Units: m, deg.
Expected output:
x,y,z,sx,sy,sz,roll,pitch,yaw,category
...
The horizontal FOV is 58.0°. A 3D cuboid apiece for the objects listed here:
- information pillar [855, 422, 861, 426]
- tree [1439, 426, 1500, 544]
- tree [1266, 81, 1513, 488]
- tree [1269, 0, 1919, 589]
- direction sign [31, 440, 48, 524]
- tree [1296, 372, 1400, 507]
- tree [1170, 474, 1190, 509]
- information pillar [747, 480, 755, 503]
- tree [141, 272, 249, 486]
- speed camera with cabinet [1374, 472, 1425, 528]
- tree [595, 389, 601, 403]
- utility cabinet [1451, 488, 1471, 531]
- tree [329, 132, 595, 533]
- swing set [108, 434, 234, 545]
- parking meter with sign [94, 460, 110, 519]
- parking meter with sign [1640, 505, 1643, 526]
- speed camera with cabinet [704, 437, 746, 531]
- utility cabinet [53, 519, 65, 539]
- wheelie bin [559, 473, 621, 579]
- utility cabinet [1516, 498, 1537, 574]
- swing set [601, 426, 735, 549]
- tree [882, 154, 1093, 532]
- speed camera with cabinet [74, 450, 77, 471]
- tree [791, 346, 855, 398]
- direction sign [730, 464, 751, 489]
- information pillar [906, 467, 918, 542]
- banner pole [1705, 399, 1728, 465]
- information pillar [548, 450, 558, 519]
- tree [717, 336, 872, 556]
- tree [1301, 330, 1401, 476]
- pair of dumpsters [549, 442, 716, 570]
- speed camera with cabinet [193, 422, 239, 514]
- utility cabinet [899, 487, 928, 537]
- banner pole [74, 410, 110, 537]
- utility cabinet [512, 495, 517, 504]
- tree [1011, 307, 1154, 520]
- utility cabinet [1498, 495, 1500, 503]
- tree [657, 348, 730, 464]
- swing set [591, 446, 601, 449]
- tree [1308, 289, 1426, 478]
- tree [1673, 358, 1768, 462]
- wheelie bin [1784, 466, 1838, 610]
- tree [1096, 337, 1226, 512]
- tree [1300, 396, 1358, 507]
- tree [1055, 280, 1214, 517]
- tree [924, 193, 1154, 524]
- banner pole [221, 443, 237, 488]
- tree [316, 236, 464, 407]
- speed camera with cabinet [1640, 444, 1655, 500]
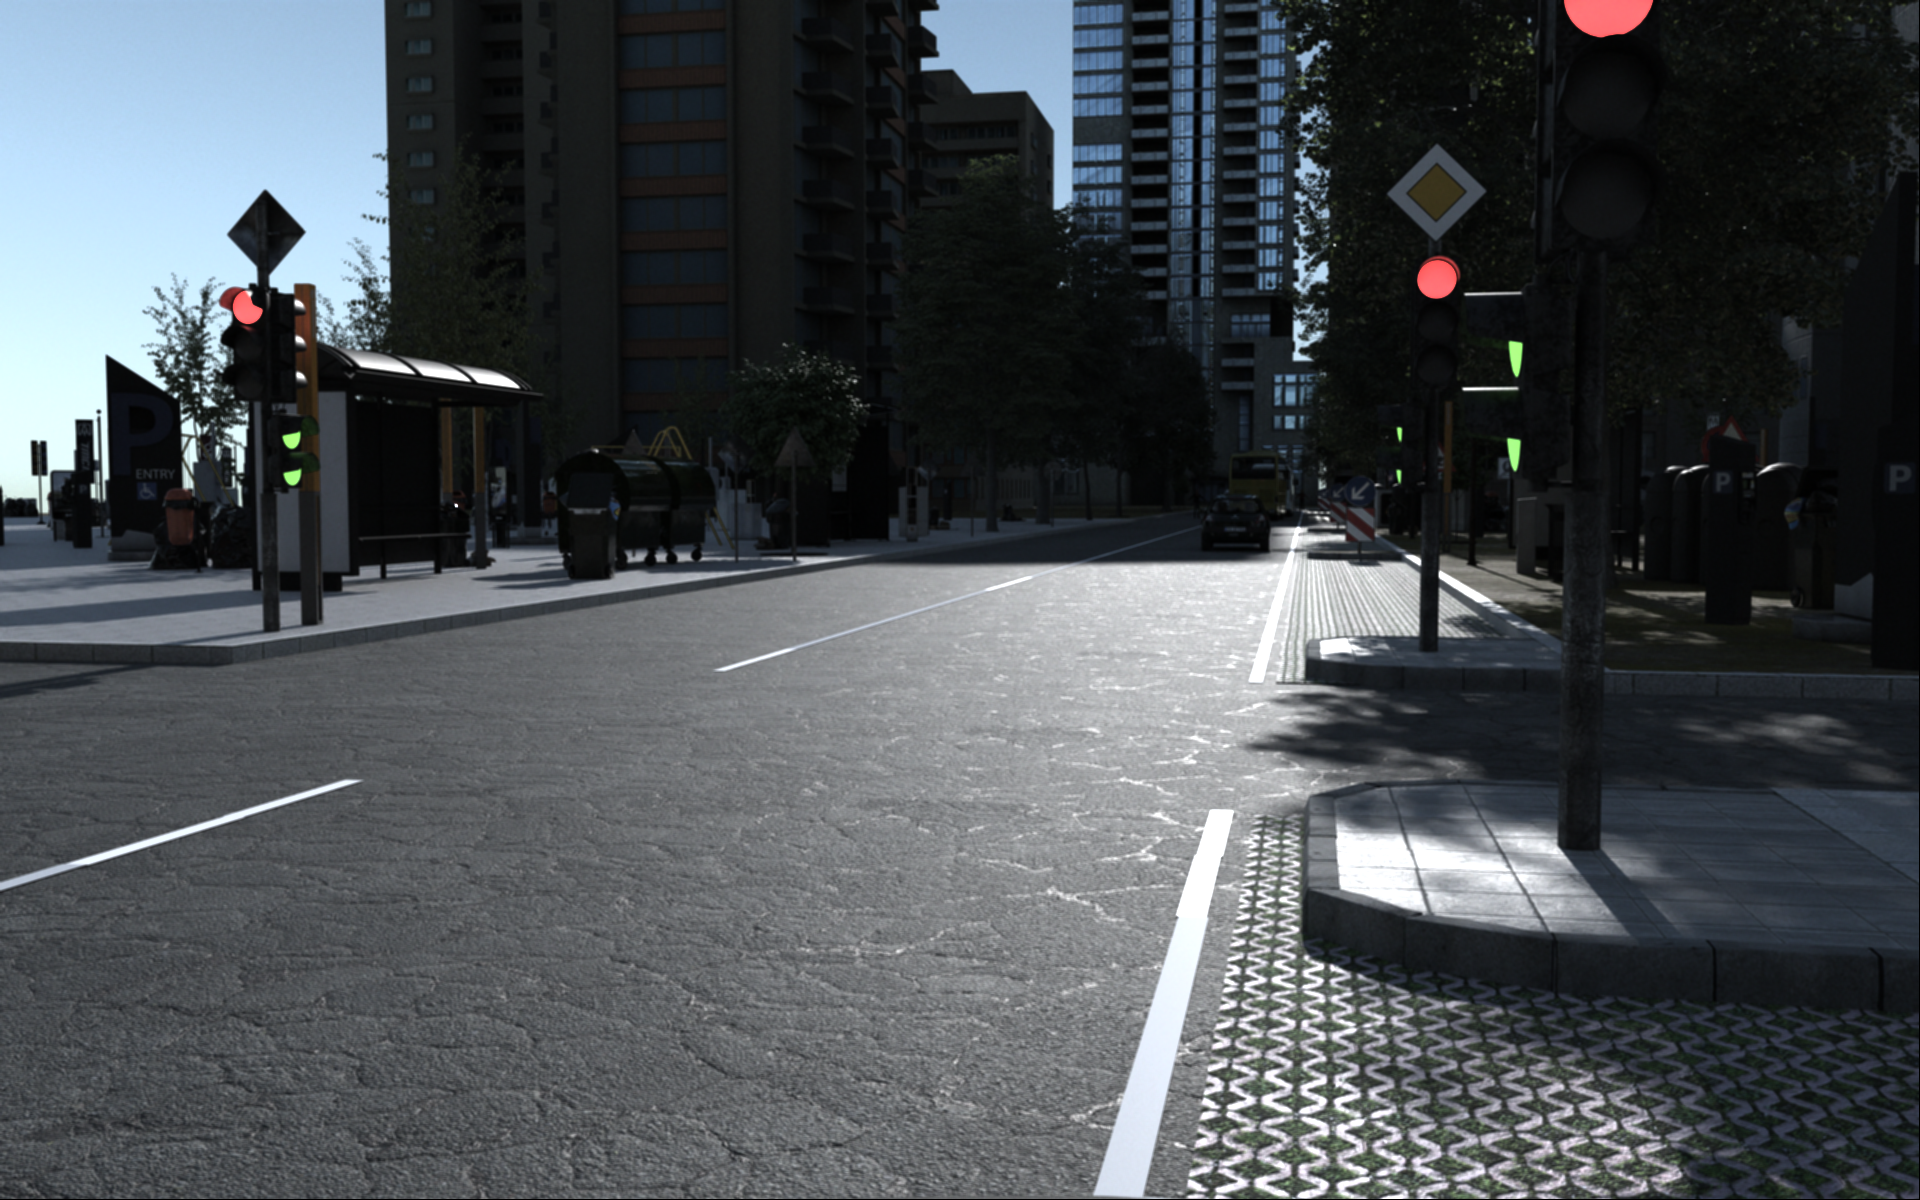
x,y,z,sx,sy,sz,roll,pitch,yaw,category
-3.009,-3.547,49.353,0.504,3.616,0.183,-1,4,-14,information pillar
12.906,-3.089,45.115,1.663,3.219,1.824,0,3,0,tree
19.843,-13.543,77.311,12.611,20.169,13.585,0,3,0,tree
8.674,-7.131,23.240,9.857,13.997,8.962,0,3,0,tree
-39.077,-4.989,73.569,0.379,3.537,0.876,1,4,12,direction sign
28.652,-12.596,122.952,9.611,12.733,9.660,0,3,0,tree
18.867,-9.493,149.804,1.663,3.219,1.824,0,3,0,tree
-10.912,-5.254,90.397,0.304,2.012,0.304,3,4,36,information pillar
-25.284,-6.595,58.193,4.737,8.622,4.395,0,3,0,tree
17.019,-4.418,66.563,2.038,3.252,0.660,0,4,2,speed camera with cabinet
-18.623,-7.804,77.957,4.737,8.622,4.395,0,3,0,tree
17.094,-3.116,59.620,0.318,1.500,1.173,-1,4,-22,utility cabinet
-10.721,-5.242,36.067,4.737,8.622,4.395,0,3,0,tree
-20.137,-2.882,44.737,2.862,2.851,3.119,-1,4,-10,swing set
-43.497,-5.671,88.989,1.738,3.016,0.543,0,4,-6,parking meter with sign
26.631,-4.498,69.806,1.738,3.016,0.543,3,5,42,parking meter with sign
-8.388,-4.060,60.716,0.660,3.252,2.038,2,4,35,speed camera with cabinet
-25.556,-2.491,49.402,0.318,1.500,1.173,-1,4,-14,utility cabinet
-5.588,-1.123,26.262,0.980,1.594,0.693,0,4,4,wheelie bin
9.272,-1.053,28.384,0.306,1.237,1.020,1,4,17,utility cabinet
-7.000,-2.682,41.465,2.862,2.851,3.119,-1,4,-14,swing set
0.843,-8.573,58.292,7.486,12.596,7.792,0,3,0,tree
-40.186,-5.116,77.988,0.660,3.252,2.038,-3,5,-42,speed camera with cabinet
-7.254,-8.240,85.091,4.737,8.622,4.395,0,3,0,tree
-8.586,-4.630,67.693,0.876,3.537,0.379,-2,4,-33,direction sign
-1.295,-2.583,46.719,0.304,2.012,0.304,0,4,-3,information pillar
20.123,-3.428,46.066,0.401,3.779,0.863,-1,4,-23,banner pole
-20.668,-5.910,87.983,0.504,3.616,0.183,0,4,2,information pillar
-3.431,-3.216,36.294,4.285,4.588,4.351,0,3,0,tree
24.206,-10.844,103.061,9.928,11.665,9.643,0,3,0,tree
-5.837,-1.754,31.164,1.574,2.255,4.437,1,4,11,pair of dumpsters
-20.612,-3.280,47.971,0.660,3.252,2.038,0,4,-5,speed camera with cabinet
-1.403,-2.641,51.864,0.318,1.500,1.173,2,4,31,utility cabinet
-25.694,-3.746,51.266,0.863,3.779,0.401,-2,4,-25,banner pole
-23.970,-4.980,92.583,0.306,1.237,1.020,-2,4,-30,utility cabinet
6.052,-9.183,84.553,7.601,10.594,8.767,2,4,31,tree
23.579,-4.051,77.402,1.020,1.237,0.306,0,4,7,utility cabinet
-13.605,-8.421,88.048,4.737,8.622,4.395,0,3,0,tree
-10.702,-3.612,56.680,3.119,2.851,2.862,-1,4,-14,swing set
22.772,-10.732,93.603,7.486,12.596,7.792,0,3,0,tree
36.074,-8.054,82.052,4.737,8.622,4.395,0,3,0,tree
9.785,-0.702,19.380,0.980,1.594,0.693,0,4,3,wheelie bin
14.975,-12.769,125.775,9.611,12.733,9.660,0,3,0,tree
35.059,-14.861,153.348,12.009,13.543,11.850,0,3,0,tree
8.911,-11.405,96.848,12.009,13.543,11.850,0,3,0,tree
3.437,-10.216,73.681,9.857,13.997,8.962,0,3,0,tree
-34.664,-5.646,82.330,0.863,3.779,0.401,-1,4,-11,banner pole
-16.067,-6.011,48.637,4.360,8.622,3.978,0,3,0,tree
26.437,-4.549,68.720,2.038,3.252,0.660,1,4,17,speed camera with cabinet
